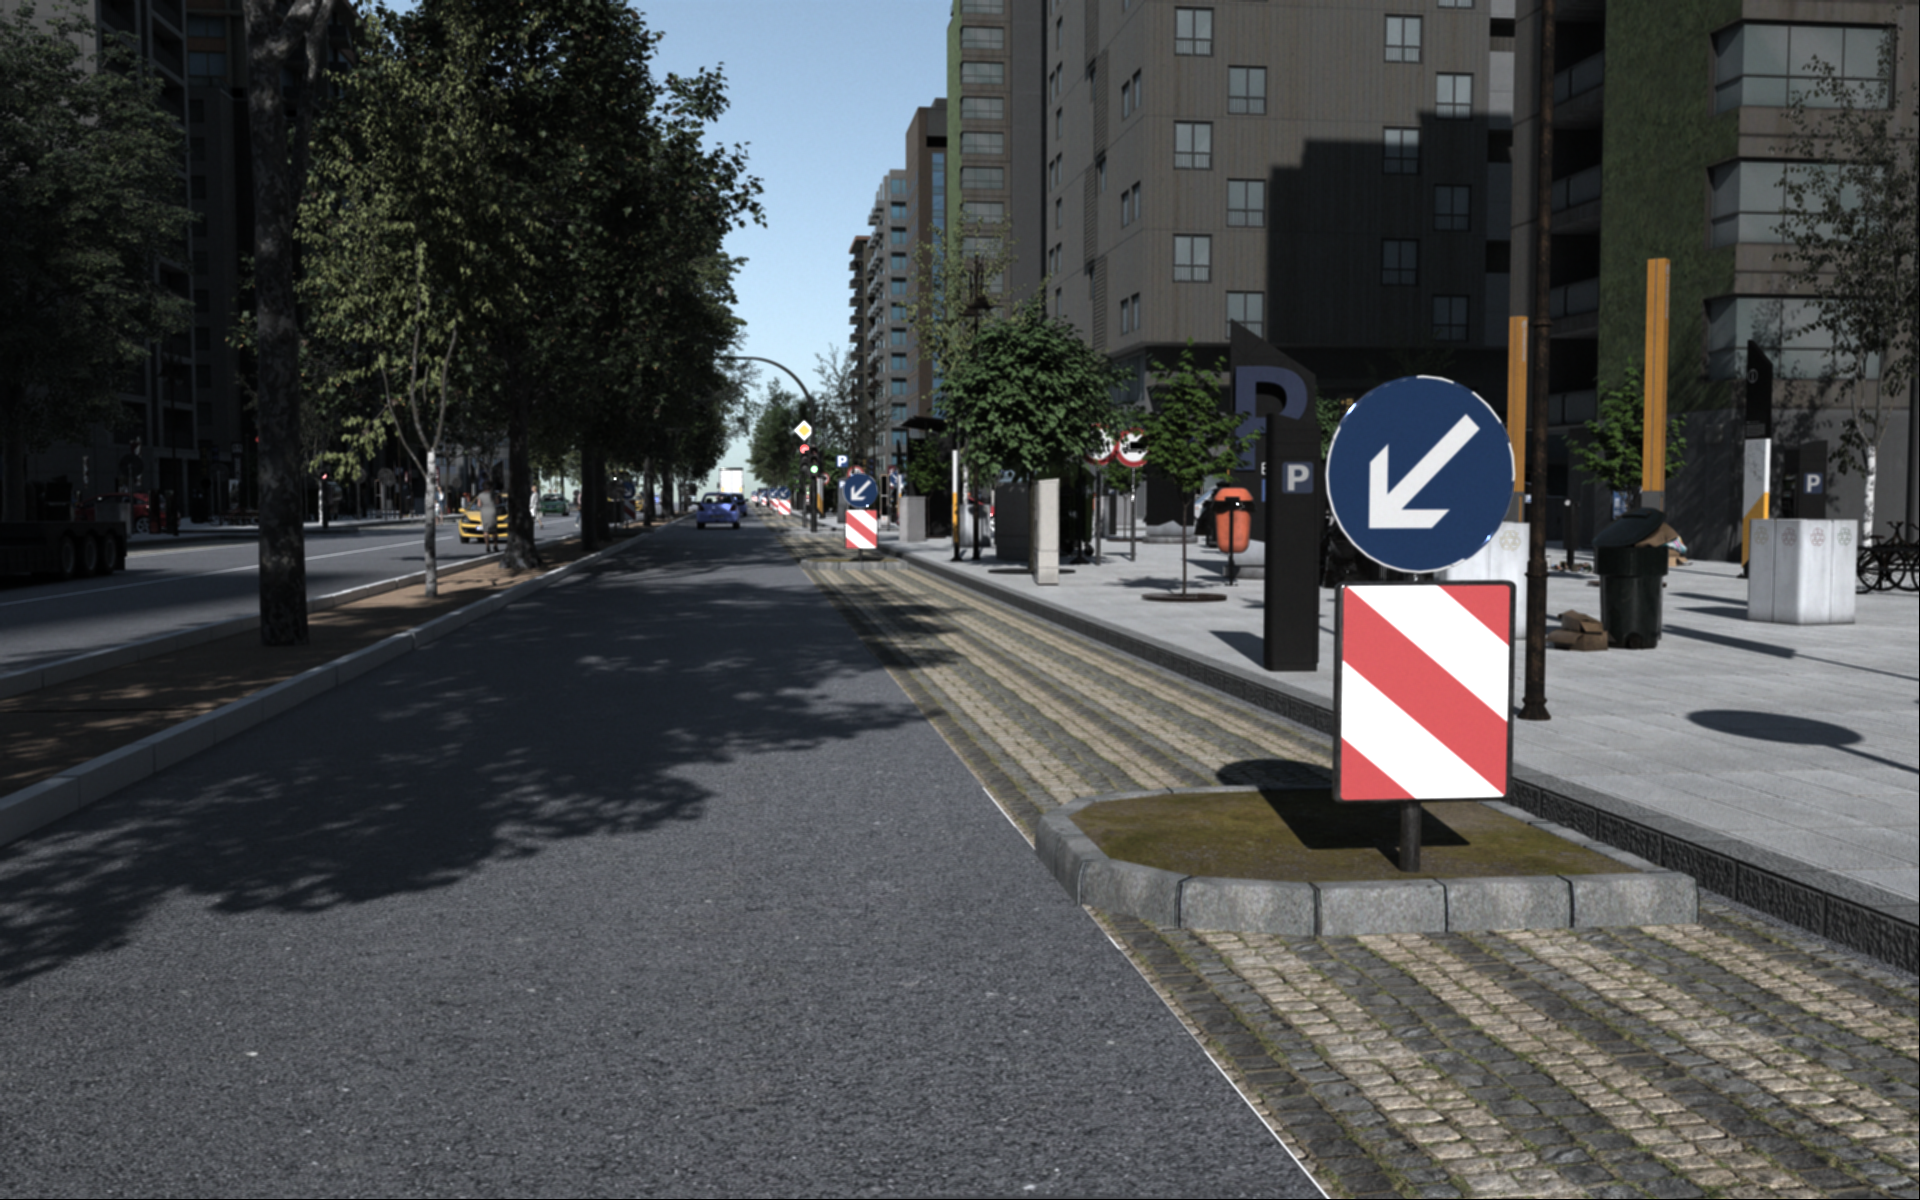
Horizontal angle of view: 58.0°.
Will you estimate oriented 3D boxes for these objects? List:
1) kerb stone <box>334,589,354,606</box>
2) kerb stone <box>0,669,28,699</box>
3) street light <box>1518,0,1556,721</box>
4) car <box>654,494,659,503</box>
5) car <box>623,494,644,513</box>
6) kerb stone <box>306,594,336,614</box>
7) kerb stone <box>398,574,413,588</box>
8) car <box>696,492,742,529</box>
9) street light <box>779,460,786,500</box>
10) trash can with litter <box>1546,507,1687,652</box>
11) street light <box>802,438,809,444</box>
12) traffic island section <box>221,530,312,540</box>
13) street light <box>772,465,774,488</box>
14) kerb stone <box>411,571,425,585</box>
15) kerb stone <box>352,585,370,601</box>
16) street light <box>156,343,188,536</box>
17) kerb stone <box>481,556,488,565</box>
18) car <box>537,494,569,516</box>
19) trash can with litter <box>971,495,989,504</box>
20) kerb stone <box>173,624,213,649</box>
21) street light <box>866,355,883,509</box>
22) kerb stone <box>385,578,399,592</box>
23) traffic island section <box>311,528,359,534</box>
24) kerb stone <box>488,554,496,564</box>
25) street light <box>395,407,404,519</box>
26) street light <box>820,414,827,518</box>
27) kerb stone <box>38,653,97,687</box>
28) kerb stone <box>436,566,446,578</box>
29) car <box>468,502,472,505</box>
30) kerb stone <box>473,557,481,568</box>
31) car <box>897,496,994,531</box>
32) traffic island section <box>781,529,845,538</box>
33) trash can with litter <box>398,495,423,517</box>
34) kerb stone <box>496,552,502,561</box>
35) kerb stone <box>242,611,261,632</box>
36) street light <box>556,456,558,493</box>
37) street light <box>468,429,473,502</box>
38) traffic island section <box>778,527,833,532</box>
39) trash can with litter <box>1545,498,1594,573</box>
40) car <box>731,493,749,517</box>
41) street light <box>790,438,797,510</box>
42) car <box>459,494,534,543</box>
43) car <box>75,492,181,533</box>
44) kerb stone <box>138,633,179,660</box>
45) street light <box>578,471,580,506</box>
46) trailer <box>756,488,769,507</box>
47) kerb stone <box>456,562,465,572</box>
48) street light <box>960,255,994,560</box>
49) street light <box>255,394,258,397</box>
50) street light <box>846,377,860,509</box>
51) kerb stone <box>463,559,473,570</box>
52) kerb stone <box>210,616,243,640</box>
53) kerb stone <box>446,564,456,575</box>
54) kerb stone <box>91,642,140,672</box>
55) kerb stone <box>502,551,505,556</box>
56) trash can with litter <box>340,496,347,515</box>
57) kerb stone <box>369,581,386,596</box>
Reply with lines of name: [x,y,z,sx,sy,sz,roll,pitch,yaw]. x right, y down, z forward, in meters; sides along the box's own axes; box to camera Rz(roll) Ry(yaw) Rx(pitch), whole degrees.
kerb stone: [-8.037,-0.008,22.391,0.120,0.150,1.000,0,4,-7]
kerb stone: [-6.746,0.610,12.228,0.120,0.150,1.000,0,4,-7]
street light: [3.281,-2.259,9.717,0.468,5.910,1.993,0,4,-7]
car: [-45.642,-15.265,259.173,1.945,1.707,3.694,0,4,-8]
car: [-25.472,-7.628,134.939,2.015,1.641,3.980,0,4,-6]
kerb stone: [-7.911,0.050,21.374,0.120,0.150,1.000,0,4,-7]
kerb stone: [-8.557,-0.260,26.462,0.120,0.150,1.000,0,4,-7]
car: [-10.019,-3.812,71.913,1.945,1.707,3.694,0,4,-6]
street light: [-16.984,-11.937,167.957,0.468,5.910,1.993,0,4,-7]
trash can with litter: [5.416,-0.180,14.325,1.055,1.170,0.624,-2,4,-28]
street light: [-10.356,-8.793,116.546,0.468,5.910,1.993,0,4,-7]
traffic island section: [-22.323,-2.045,55.724,2.009,0.180,2.903,0,4,-7]
street light: [-22.990,-14.863,215.791,0.468,5.910,1.993,0,4,-7]
kerb stone: [-8.686,-0.324,27.488,0.120,0.150,1.000,0,4,-7]
kerb stone: [-8.176,-0.074,23.407,0.120,0.150,1.000,0,4,-7]
street light: [-23.985,-4.895,52.818,0.468,5.910,1.993,0,4,-7]
kerb stone: [-9.610,-0.754,34.602,0.120,0.150,1.000,0,4,-7]
car: [-26.451,-6.167,112.622,2.131,1.459,4.920,-1,4,-9]
trash can with litter: [1.146,-5.423,99.722,2.233,1.210,1.678,2,4,28]
kerb stone: [-7.261,0.362,16.288,0.120,0.150,1.000,0,4,-7]
street light: [-2.857,-5.194,57.714,0.468,5.910,1.993,0,4,-7]
kerb stone: [-8.440,-0.198,25.445,0.120,0.150,1.000,0,4,-7]
traffic island section: [-23.334,-2.530,63.646,2.009,0.180,2.903,0,4,-7]
kerb stone: [-9.735,-0.821,35.617,0.120,0.150,1.000,0,4,-7]
street light: [-28.265,-7.005,87.323,0.468,5.910,1.993,0,4,-7]
street light: [-7.262,-7.318,92.438,0.468,5.910,1.993,0,4,-7]
kerb stone: [-6.871,0.548,13.243,0.120,0.150,1.000,0,4,-7]
kerb stone: [-8.955,-0.448,29.526,0.120,0.150,1.000,0,4,-7]
car: [-23.062,-4.471,85.095,2.014,1.417,4.499,0,4,-6]
kerb stone: [-9.471,-0.697,33.589,0.120,0.150,1.000,0,4,-7]
car: [-0.058,-3.302,63.020,4.494,1.783,2.155,0,4,-8]
traffic island section: [-4.872,-2.181,57.938,2.009,0.180,2.903,0,4,-7]
trash can with litter: [-30.733,-5.272,97.249,1.678,1.210,2.233,1,4,9]
kerb stone: [-9.863,-0.883,36.634,0.120,0.150,1.000,0,4,-7]
kerb stone: [-7.522,0.244,18.318,0.120,0.150,1.000,0,4,-7]
street light: [-38.031,-11.640,163.095,0.468,5.910,1.993,0,4,-7]
street light: [-31.525,-8.497,111.714,0.468,5.910,1.993,0,4,-7]
traffic island section: [-5.883,-2.665,65.859,2.009,0.180,2.903,0,4,-7]
trash can with litter: [10.214,-1.107,29.155,1.678,1.210,2.233,1,4,13]
car: [-14.551,-6.221,111.309,1.945,1.707,3.694,0,4,-6]
street light: [-13.842,-10.462,143.843,0.468,5.910,1.993,0,4,-7]
car: [-13.806,-2.534,51.662,2.015,1.641,3.980,0,4,-5]
car: [-29.530,-3.125,60.128,4.494,1.783,2.155,0,4,-7]
kerb stone: [-7.133,0.427,15.273,0.120,0.150,1.000,0,4,-7]
street light: [-41.096,-13.086,186.736,0.468,5.910,1.993,0,4,-7]
trailer: [-19.202,-9.899,168.898,1.471,1.999,3.904,-1,4,-8]
kerb stone: [-9.213,-0.569,31.554,0.120,0.150,1.000,0,4,-7]
street light: [0.315,-3.723,33.654,0.468,5.910,1.993,0,4,-7]
street light: [-25.432,-5.557,63.652,0.468,5.910,1.993,0,4,-7]
street light: [-4.223,-5.861,68.610,0.468,5.910,1.993,0,4,-7]
kerb stone: [-9.339,-0.635,32.576,0.120,0.150,1.000,0,4,-7]
kerb stone: [-7.391,0.299,17.304,0.120,0.150,1.000,0,4,-7]
kerb stone: [-9.083,-0.510,30.540,0.120,0.150,1.000,0,4,-7]
kerb stone: [-7.006,0.486,14.259,0.120,0.150,1.000,0,4,-7]
kerb stone: [-9.989,-0.945,37.654,0.120,0.150,1.000,0,4,-7]
trash can with litter: [-37.754,-5.813,106.106,1.678,1.210,2.233,0,4,-1]
kerb stone: [-8.301,-0.136,24.427,0.120,0.150,1.000,0,4,-7]
